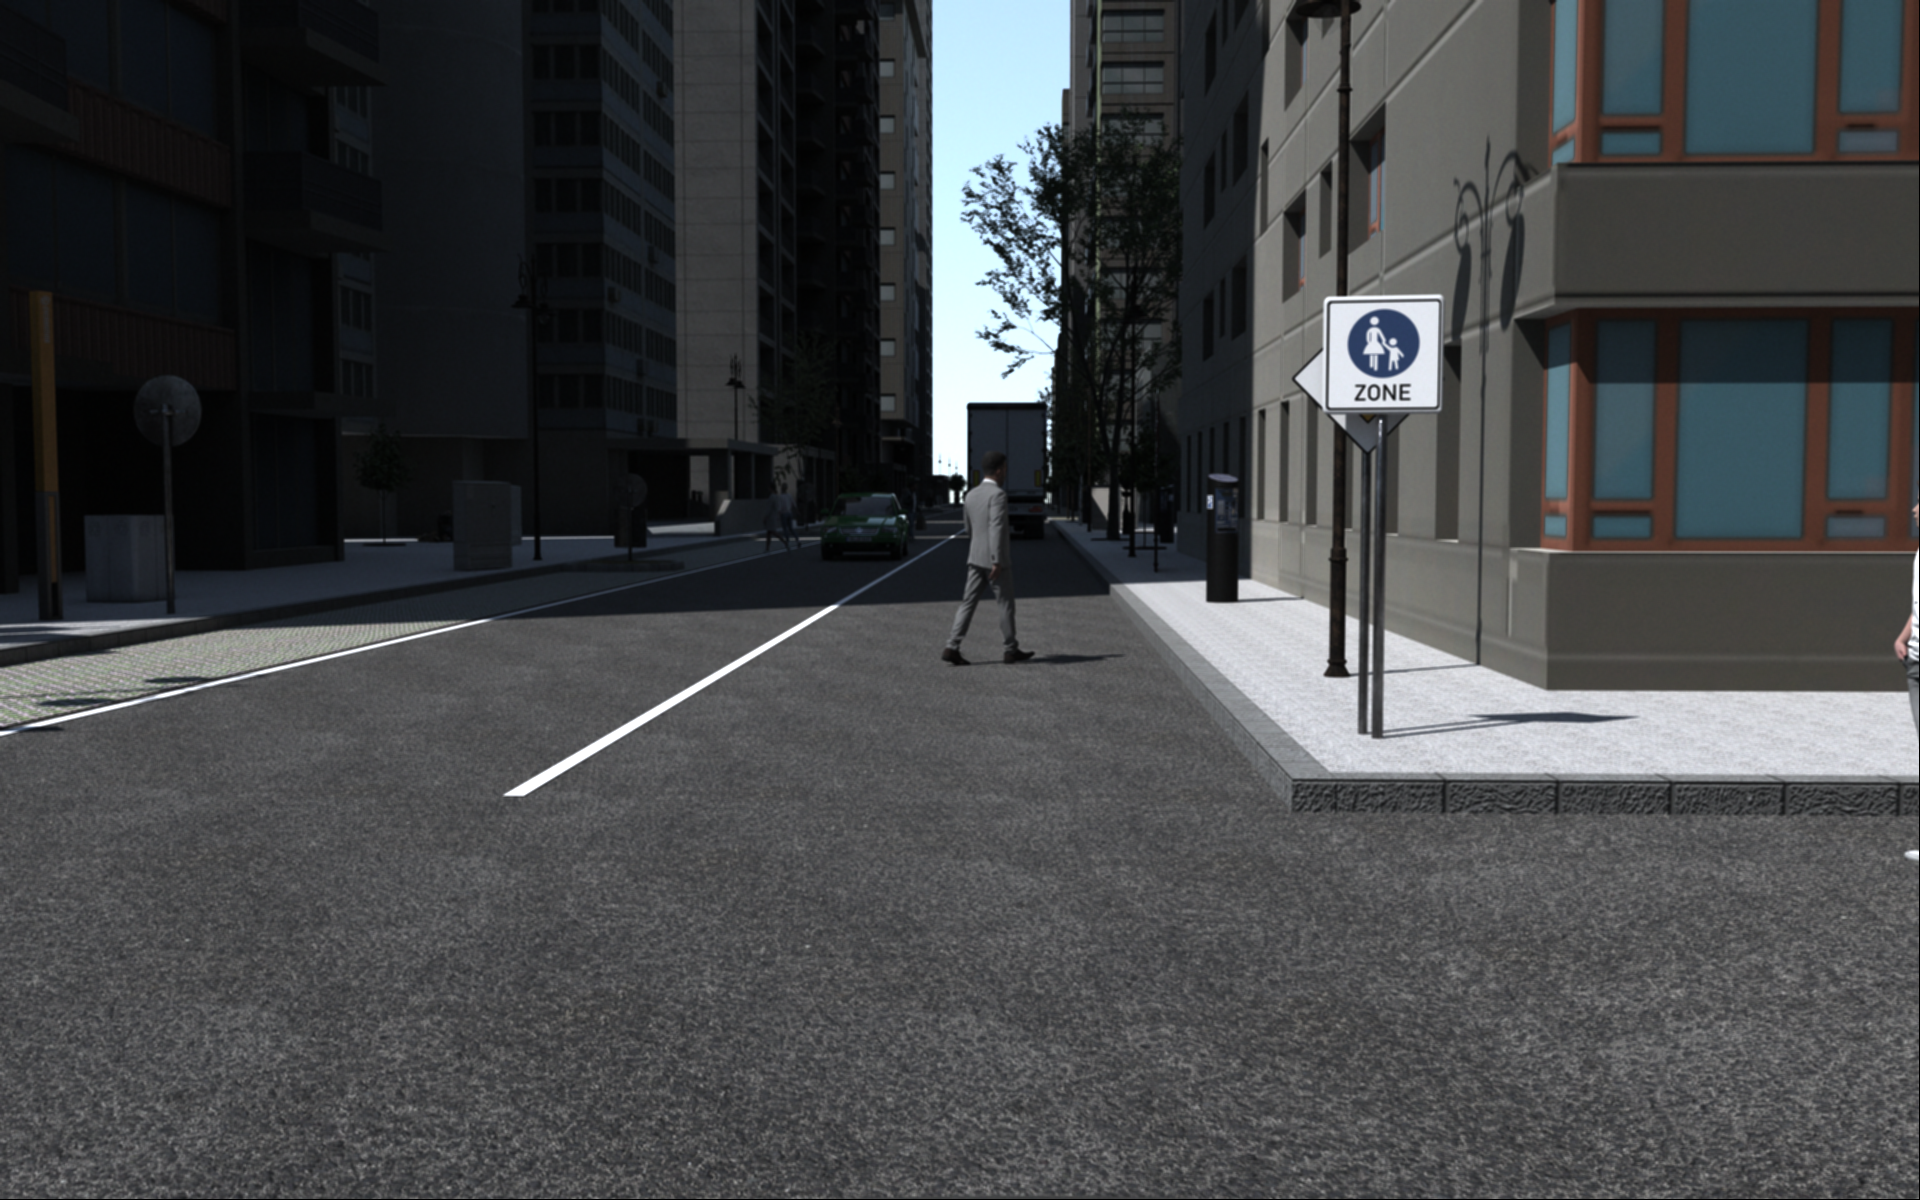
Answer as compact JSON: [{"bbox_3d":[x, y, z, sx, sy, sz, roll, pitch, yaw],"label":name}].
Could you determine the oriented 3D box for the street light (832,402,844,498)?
[{"bbox_3d":[-6.162,-7.004,87.299,0.468,5.910,1.993,0,4,2],"label":"street light"}]

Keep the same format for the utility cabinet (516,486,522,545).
[{"bbox_3d":[-11.300,-2.087,42.802,0.318,1.500,1.173,1,4,21],"label":"utility cabinet"}]

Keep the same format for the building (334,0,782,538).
[{"bbox_3d":[-23.062,-22.423,58.491,32.217,40.220,23.993,0,4,2],"label":"building"}]

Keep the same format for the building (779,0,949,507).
[{"bbox_3d":[-11.872,-48.451,230.423,20.563,71.187,20.611,0,4,2],"label":"building"}]

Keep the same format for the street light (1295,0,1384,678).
[{"bbox_3d":[2.654,-2.399,12.016,0.468,5.910,1.993,0,4,2],"label":"street light"}]

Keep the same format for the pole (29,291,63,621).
[{"bbox_3d":[-9.252,-1.449,17.529,0.158,3.312,0.155,0,3,0],"label":"pole"}]

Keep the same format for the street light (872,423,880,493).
[{"bbox_3d":[-5.308,-8.441,110.799,0.468,5.910,1.993,0,4,2],"label":"street light"}]

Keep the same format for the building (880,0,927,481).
[{"bbox_3d":[-18.426,-36.306,182.844,28.713,52.752,27.495,0,4,2],"label":"building"}]

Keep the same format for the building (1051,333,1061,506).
[{"bbox_3d":[24.942,-21.696,199.768,27.650,21.520,28.899,0,4,2],"label":"building"}]

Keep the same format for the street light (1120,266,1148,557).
[{"bbox_3d":[3.515,-3.817,35.201,0.468,5.910,1.993,0,4,2],"label":"street light"}]

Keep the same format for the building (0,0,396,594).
[{"bbox_3d":[-21.726,-22.586,23.912,22.147,44.769,28.867,0,4,2],"label":"building"}]

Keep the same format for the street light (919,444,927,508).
[{"bbox_3d":[-3.555,-11.294,157.446,0.468,5.910,1.993,0,4,2],"label":"street light"}]

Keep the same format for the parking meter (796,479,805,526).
[{"bbox_3d":[-6.357,-3.876,69.077,0.255,1.863,0.399,-1,4,-21],"label":"parking meter"}]

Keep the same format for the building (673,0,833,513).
[{"bbox_3d":[-15.022,-43.158,143.892,20.563,71.187,20.611,0,4,2],"label":"building"}]

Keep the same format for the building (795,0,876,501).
[{"bbox_3d":[-17.558,-28.468,120.083,22.147,44.769,28.867,0,4,2],"label":"building"}]

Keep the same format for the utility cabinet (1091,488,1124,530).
[{"bbox_3d":[5.189,-3.226,61.417,0.318,1.500,1.173,-3,5,-41],"label":"utility cabinet"}]

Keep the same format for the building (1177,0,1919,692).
[{"bbox_3d":[18.787,-10.940,23.904,28.899,21.520,27.650,0,4,2],"label":"building"}]

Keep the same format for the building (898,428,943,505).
[{"bbox_3d":[-18.531,-31.643,209.238,32.217,40.220,23.993,0,4,2],"label":"building"}]

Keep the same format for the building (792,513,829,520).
[{"bbox_3d":[-17.600,-40.121,94.223,20.563,71.187,20.611,0,4,2],"label":"building"}]

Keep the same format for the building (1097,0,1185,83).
[{"bbox_3d":[14.258,-25.006,92.450,14.154,41.232,14.086,0,4,2],"label":"building"}]

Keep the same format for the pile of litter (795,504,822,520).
[{"bbox_3d":[-7.240,-4.305,84.345,1.719,0.858,1.176,2,4,26],"label":"pile of litter"}]

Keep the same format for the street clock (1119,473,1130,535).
[{"bbox_3d":[5.255,-3.068,54.730,0.471,2.002,0.358,3,4,36],"label":"street clock"}]

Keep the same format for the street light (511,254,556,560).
[{"bbox_3d":[-8.211,-3.713,33.495,0.468,5.910,1.993,0,4,2],"label":"street light"}]

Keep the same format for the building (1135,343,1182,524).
[{"bbox_3d":[19.130,-46.101,66.425,22.319,86.520,31.000,0,4,2],"label":"building"}]

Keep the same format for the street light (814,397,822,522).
[{"bbox_3d":[-6.496,-6.567,80.151,0.468,5.910,1.993,0,4,2],"label":"street light"}]

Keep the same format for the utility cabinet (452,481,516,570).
[{"bbox_3d":[-8.080,-1.265,29.355,0.318,1.500,1.173,1,4,23],"label":"utility cabinet"}]

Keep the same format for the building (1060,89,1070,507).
[{"bbox_3d":[17.354,-30.238,177.983,14.154,41.232,14.086,0,4,2],"label":"building"}]

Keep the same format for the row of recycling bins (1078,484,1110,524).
[{"bbox_3d":[5.974,-4.151,74.977,1.069,1.692,3.534,-1,4,-12],"label":"row of recycling bins"}]

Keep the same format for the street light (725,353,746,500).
[{"bbox_3d":[-7.357,-5.149,56.966,0.468,5.910,1.993,0,4,2],"label":"street light"}]

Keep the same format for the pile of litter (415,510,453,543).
[{"bbox_3d":[-14.034,-1.982,46.375,1.176,0.858,1.719,0,4,5],"label":"pile of litter"}]

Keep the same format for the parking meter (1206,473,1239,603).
[{"bbox_3d":[3.120,-0.744,20.573,0.372,1.533,0.369,0,3,0],"label":"parking meter"}]

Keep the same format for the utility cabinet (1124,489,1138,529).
[{"bbox_3d":[5.936,-3.364,63.688,1.173,1.500,0.318,2,4,27],"label":"utility cabinet"}]

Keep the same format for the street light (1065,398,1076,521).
[{"bbox_3d":[5.416,-6.735,82.906,0.468,5.910,1.993,0,4,2],"label":"street light"}]

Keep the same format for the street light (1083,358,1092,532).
[{"bbox_3d":[4.394,-5.254,58.693,0.468,5.910,1.993,0,4,2],"label":"street light"}]

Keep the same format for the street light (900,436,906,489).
[{"bbox_3d":[-4.418,-9.859,133.982,0.468,5.910,1.993,0,4,2],"label":"street light"}]

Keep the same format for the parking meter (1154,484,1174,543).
[{"bbox_3d":[5.432,-2.264,45.431,0.372,1.533,0.369,0,3,0],"label":"parking meter"}]

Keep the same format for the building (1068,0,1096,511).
[{"bbox_3d":[19.589,-36.801,143.699,21.231,58.520,28.212,0,4,2],"label":"building"}]

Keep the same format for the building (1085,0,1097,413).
[{"bbox_3d":[19.742,-30.280,114.683,23.786,49.044,30.456,0,4,2],"label":"building"}]
